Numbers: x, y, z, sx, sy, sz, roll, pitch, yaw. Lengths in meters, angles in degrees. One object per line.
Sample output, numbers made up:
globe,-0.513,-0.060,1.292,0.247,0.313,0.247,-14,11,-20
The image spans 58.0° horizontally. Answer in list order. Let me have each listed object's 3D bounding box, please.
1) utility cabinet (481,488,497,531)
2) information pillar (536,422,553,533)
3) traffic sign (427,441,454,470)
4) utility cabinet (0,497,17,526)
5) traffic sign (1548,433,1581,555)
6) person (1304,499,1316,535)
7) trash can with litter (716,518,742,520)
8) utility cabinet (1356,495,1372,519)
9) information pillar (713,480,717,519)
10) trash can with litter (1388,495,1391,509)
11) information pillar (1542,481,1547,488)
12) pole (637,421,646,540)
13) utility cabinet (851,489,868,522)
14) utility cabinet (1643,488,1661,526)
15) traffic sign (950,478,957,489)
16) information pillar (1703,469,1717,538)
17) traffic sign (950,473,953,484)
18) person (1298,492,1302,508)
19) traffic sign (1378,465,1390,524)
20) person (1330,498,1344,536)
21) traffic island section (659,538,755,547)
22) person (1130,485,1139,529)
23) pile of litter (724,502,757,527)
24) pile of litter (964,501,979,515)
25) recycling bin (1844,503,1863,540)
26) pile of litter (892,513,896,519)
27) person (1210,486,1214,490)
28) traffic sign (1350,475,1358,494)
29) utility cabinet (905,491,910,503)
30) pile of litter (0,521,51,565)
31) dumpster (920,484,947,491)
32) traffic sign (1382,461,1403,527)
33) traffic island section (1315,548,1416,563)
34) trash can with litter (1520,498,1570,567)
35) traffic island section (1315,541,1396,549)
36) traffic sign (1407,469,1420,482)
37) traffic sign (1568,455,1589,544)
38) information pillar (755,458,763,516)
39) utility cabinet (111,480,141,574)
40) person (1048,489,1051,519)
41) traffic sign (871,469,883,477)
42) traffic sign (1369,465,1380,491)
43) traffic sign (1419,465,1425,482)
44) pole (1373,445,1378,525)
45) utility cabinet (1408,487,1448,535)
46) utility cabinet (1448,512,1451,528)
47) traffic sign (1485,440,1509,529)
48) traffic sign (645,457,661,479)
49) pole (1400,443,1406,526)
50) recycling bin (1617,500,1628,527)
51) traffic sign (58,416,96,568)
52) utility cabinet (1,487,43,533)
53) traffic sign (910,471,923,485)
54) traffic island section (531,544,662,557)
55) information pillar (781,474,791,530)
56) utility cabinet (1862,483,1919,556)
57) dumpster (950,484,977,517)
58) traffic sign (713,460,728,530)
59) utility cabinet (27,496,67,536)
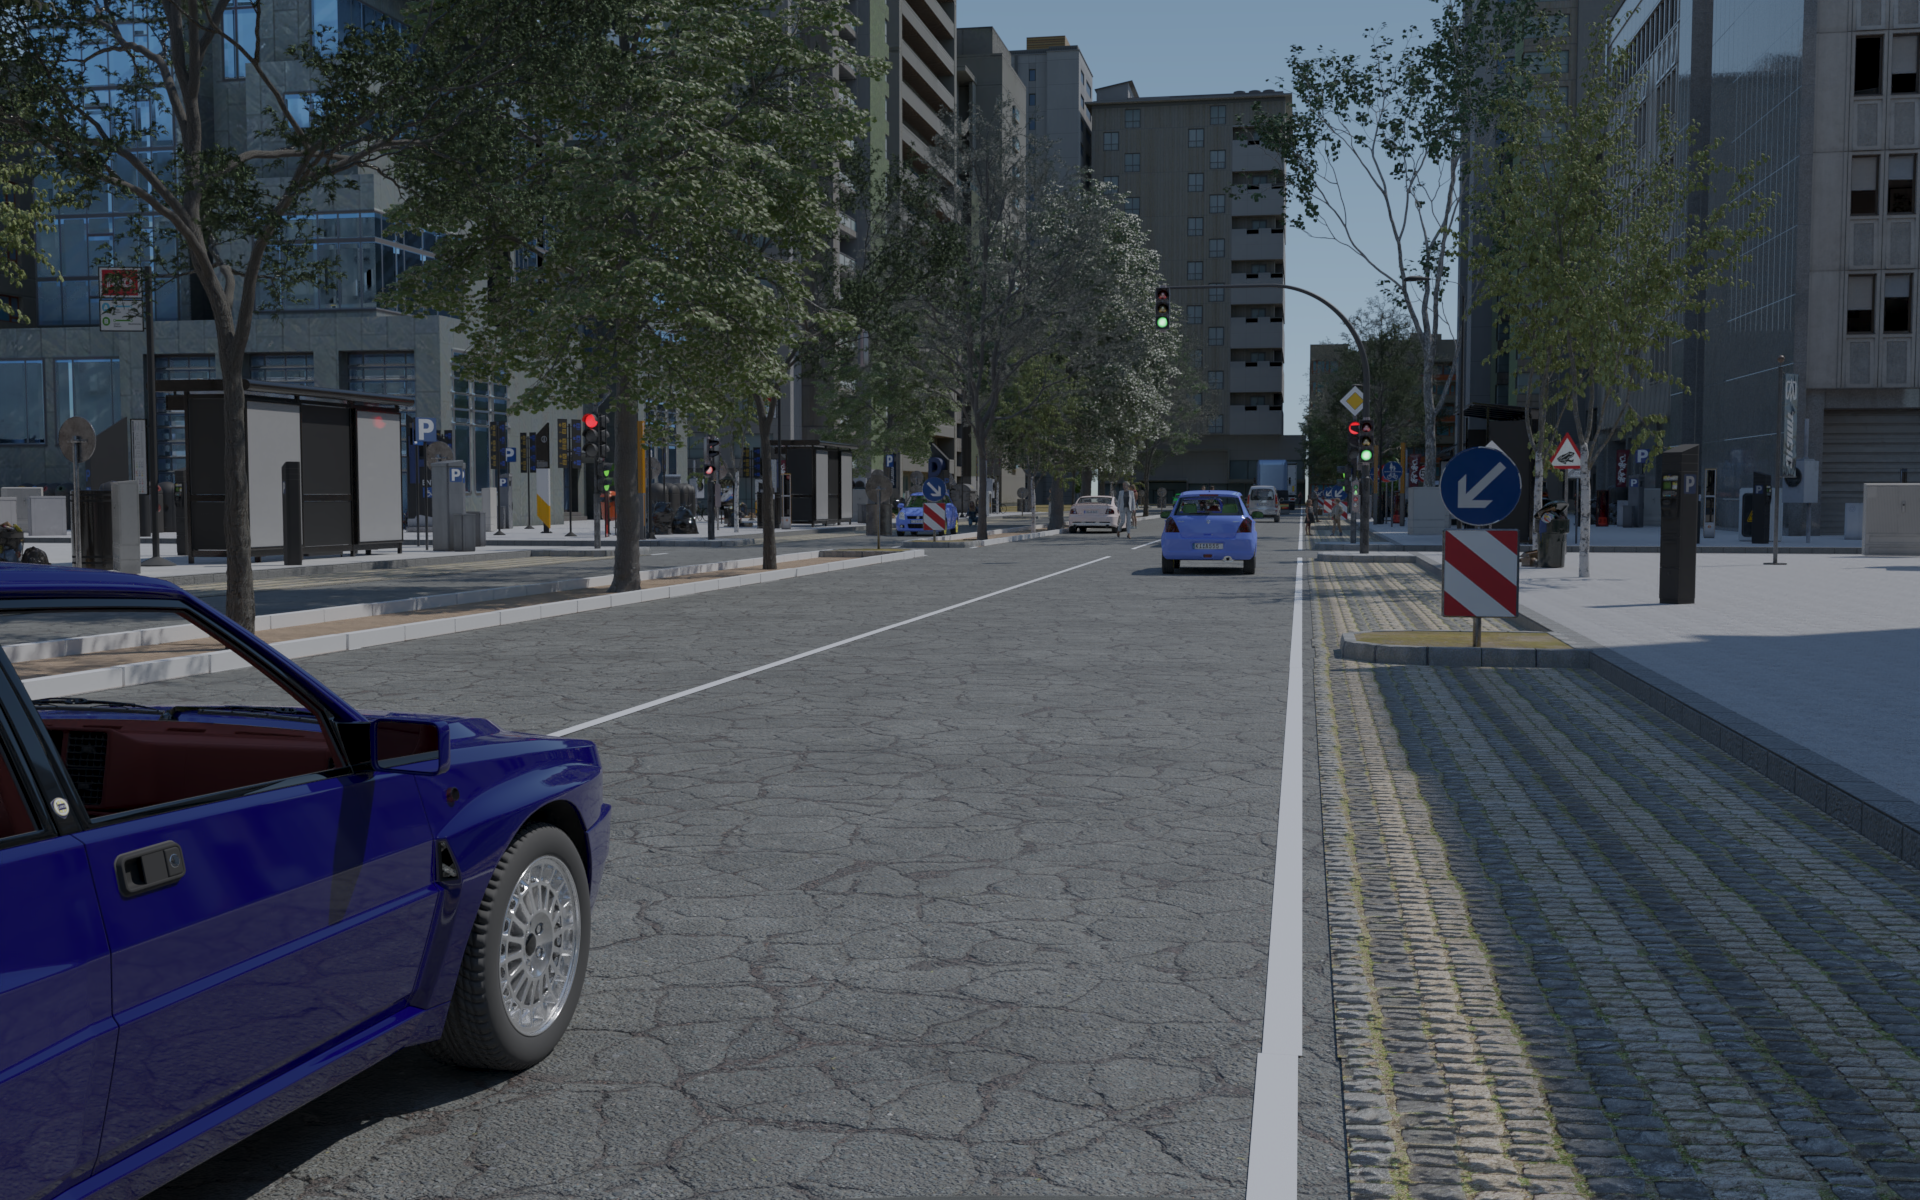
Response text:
utility cabinet,-16.127,-3.096,59.297,0.318,1.500,1.173,0,4,-5
information pillar,-13.594,-3.987,56.542,0.504,3.616,0.183,1,4,22
traffic sign,-12.585,-2.551,41.812,0.768,2.556,0.104,1,4,12
utility cabinet,-19.724,-1.468,35.158,0.306,1.237,1.020,2,4,35
traffic sign,12.844,-2.244,36.699,0.884,2.594,0.081,1,4,18
person,12.063,-2.844,59.663,0.362,1.253,0.373,-3,4,-36
trash can with litter,-11.418,-4.623,86.649,1.678,1.210,2.233,1,4,17
utility cabinet,20.825,-4.788,89.451,0.306,1.237,1.020,-2,4,-24
information pillar,-12.917,-5.276,90.750,0.304,2.012,0.304,-1,4,-21
trash can with litter,27.368,-5.980,108.827,1.678,1.210,2.233,-3,5,-41
information pillar,33.663,-5.835,99.896,0.304,2.012,0.304,1,4,14
pole,-8.882,-3.331,48.313,0.158,3.312,0.155,0,3,0
utility cabinet,-4.724,-4.353,79.857,1.173,1.500,0.318,-1,4,-9
utility cabinet,27.457,-3.660,68.522,0.318,1.500,1.173,-2,4,-26
traffic sign,-0.587,-6.553,107.152,0.884,2.594,0.081,1,4,18
information pillar,21.802,-2.805,50.358,0.304,2.012,0.304,1,4,22
traffic sign,-0.768,-6.073,99.399,0.768,2.556,0.104,1,4,21
person,35.181,-10.344,179.085,0.415,1.643,0.593,1,4,18
traffic sign,18.228,-4.519,73.992,0.768,2.556,0.104,1,4,15
person,12.769,-2.802,58.583,0.475,1.303,0.640,3,5,40
traffic island section,-6.990,-1.606,48.547,2.009,0.180,2.903,1,4,11
person,7.157,-3.869,71.733,0.573,1.828,0.580,0,4,-6
pile of litter,-8.670,-3.295,67.839,1.176,0.858,1.719,-1,4,-9
pile of litter,1.343,-6.404,118.664,1.719,0.858,1.176,0,4,-6
recycling bin,25.363,-2.219,48.839,0.722,1.027,0.722,2,4,28
pile of litter,-3.875,-4.690,90.643,1.719,0.858,1.176,1,4,11
person,12.404,-4.712,85.503,0.822,1.834,0.622,-2,4,-33
traffic sign,25.667,-6.931,113.429,0.768,2.556,0.104,1,4,20
utility cabinet,-3.468,-6.551,115.793,0.318,1.500,1.173,0,4,-8
pile of litter,-15.178,-0.821,27.388,1.719,0.858,1.176,-2,4,-35
dumpster,-1.449,-5.127,89.577,1.264,1.857,1.865,1,4,11
traffic sign,16.839,-4.120,67.463,0.768,2.556,0.104,1,4,19
traffic island section,8.719,-0.919,37.309,2.009,0.180,2.903,1,4,11
trash can with litter,10.175,-1.160,30.347,0.624,1.170,1.055,-1,4,-19
traffic island section,10.268,-1.398,45.143,2.009,0.180,2.903,1,4,11
traffic sign,20.746,-4.831,79.088,0.768,2.556,0.104,1,4,11
traffic sign,15.918,-2.602,44.681,0.606,2.300,0.079,1,4,12
information pillar,-11.451,-6.569,98.757,0.504,3.616,0.183,-1,4,-14
utility cabinet,-13.413,-1.170,27.815,0.318,1.500,1.173,-2,4,-31
person,5.234,-5.566,100.045,0.362,1.759,0.519,1,4,15
traffic sign,-4.213,-5.423,88.771,0.768,2.556,0.104,1,4,15
traffic sign,18.462,-4.671,76.475,0.768,2.556,0.104,1,4,20
traffic sign,20.336,-4.624,75.702,0.768,2.556,0.104,1,4,17
pole,17.402,-4.811,72.499,0.158,3.312,0.155,0,3,0
utility cabinet,14.578,-2.781,54.147,1.173,1.500,0.318,-1,4,-21
utility cabinet,17.827,-3.446,65.025,1.173,1.500,0.318,2,4,31
traffic sign,11.378,-2.198,37.129,0.795,2.450,0.064,1,4,14
traffic sign,-10.594,-3.616,59.236,0.768,2.556,0.104,1,4,13
pole,17.557,-4.576,68.666,0.158,3.312,0.155,0,3,0
recycling bin,26.424,-3.429,68.625,0.722,1.027,0.722,1,4,21
traffic sign,-14.484,-1.730,28.399,0.768,2.556,0.104,1,4,18
utility cabinet,-30.502,-2.916,56.355,1.173,1.500,0.318,-1,4,-17
traffic sign,-2.370,-5.773,94.497,0.768,2.556,0.104,1,4,16
traffic island section,-8.538,-1.127,40.713,2.009,0.180,2.903,1,4,11
information pillar,-6.301,-3.559,62.689,0.304,2.012,0.304,-1,4,-18
utility cabinet,19.144,-1.635,35.419,1.173,1.500,0.318,1,4,16
dumpster,0.196,-5.639,97.953,1.264,1.857,1.865,1,4,11
traffic sign,-8.599,-3.752,61.455,0.768,2.556,0.104,1,4,20
utility cabinet,-28.143,-2.583,53.388,0.306,1.237,1.020,3,5,45
